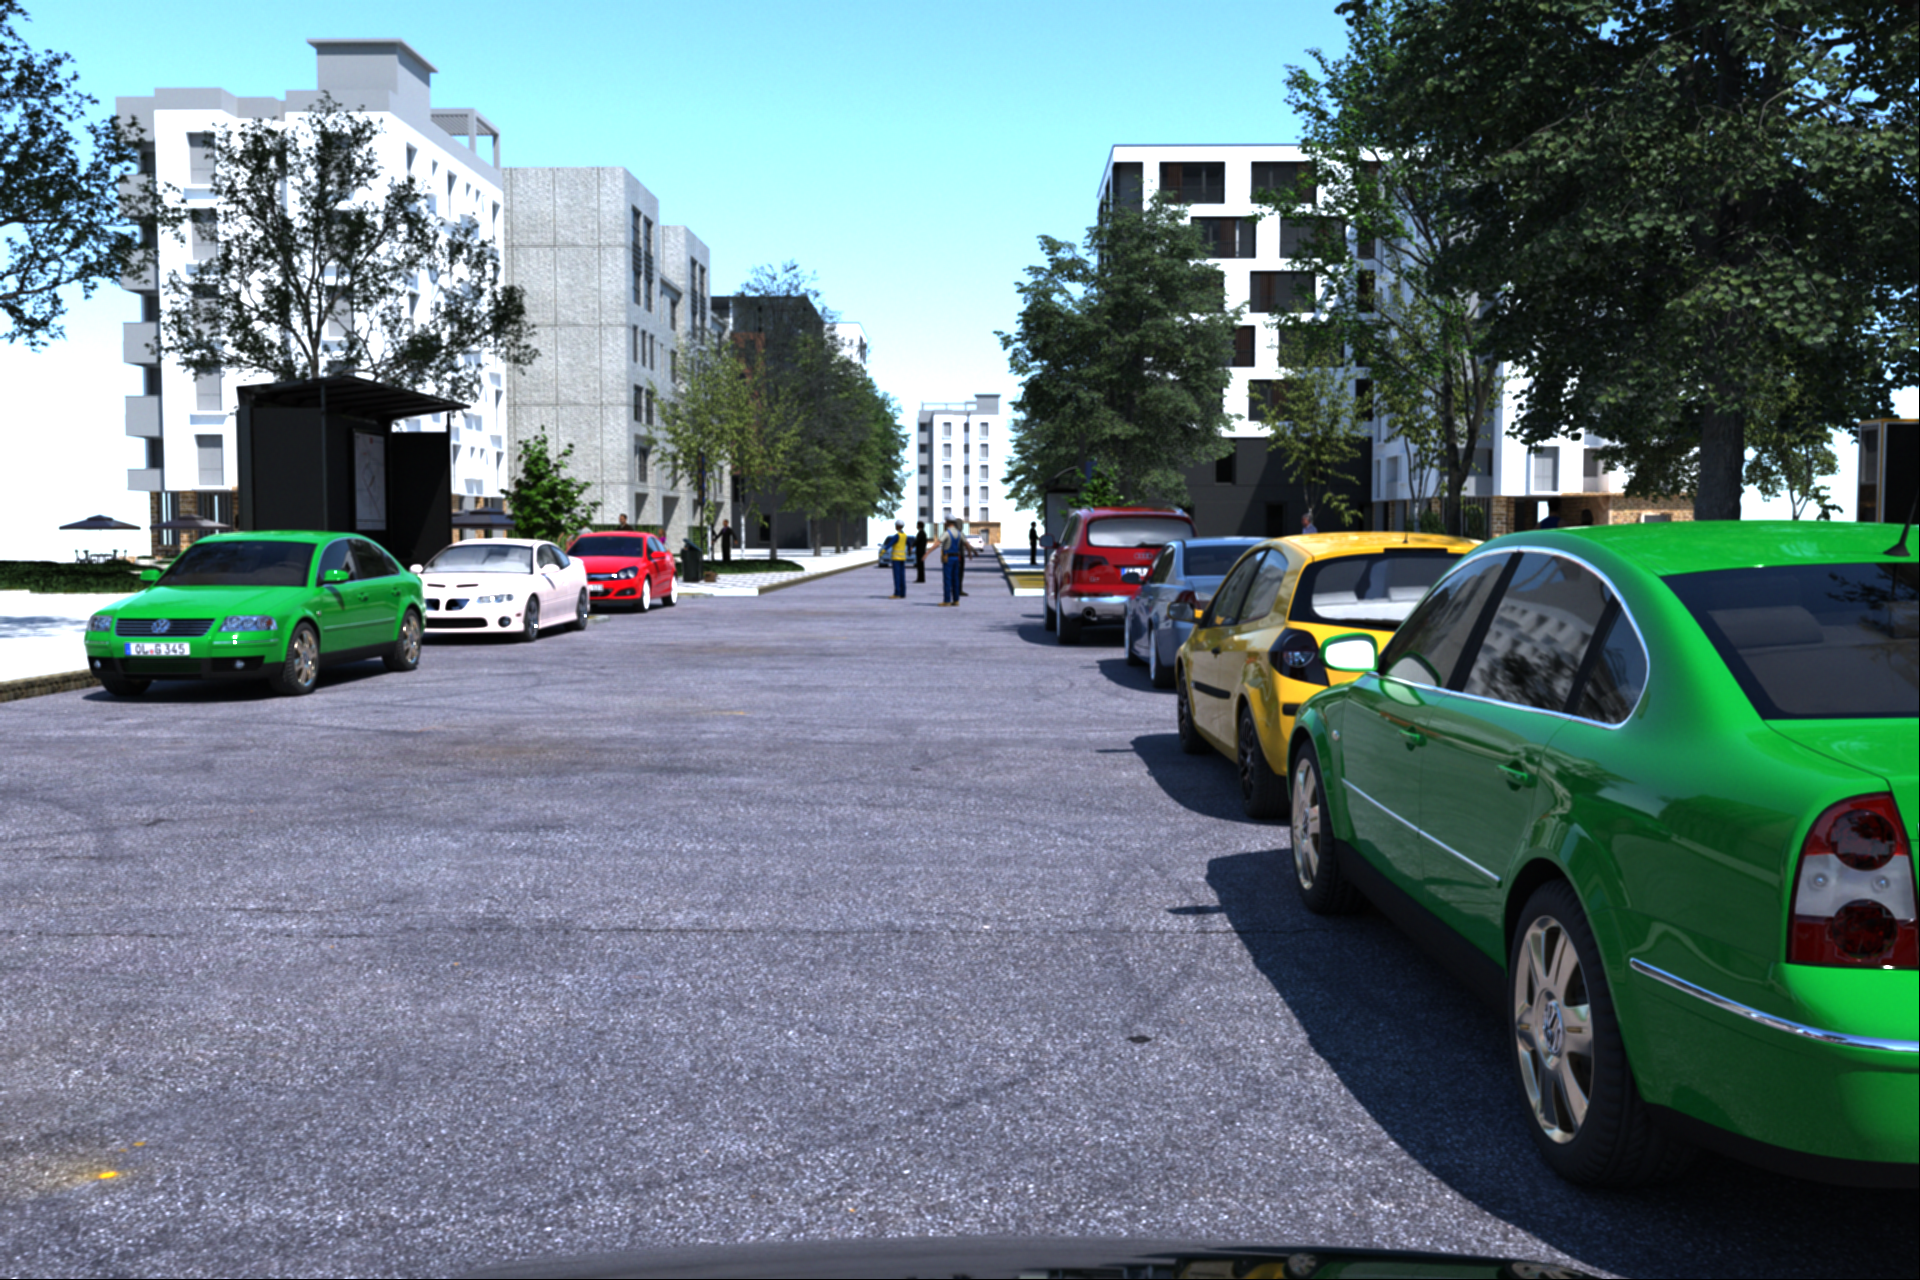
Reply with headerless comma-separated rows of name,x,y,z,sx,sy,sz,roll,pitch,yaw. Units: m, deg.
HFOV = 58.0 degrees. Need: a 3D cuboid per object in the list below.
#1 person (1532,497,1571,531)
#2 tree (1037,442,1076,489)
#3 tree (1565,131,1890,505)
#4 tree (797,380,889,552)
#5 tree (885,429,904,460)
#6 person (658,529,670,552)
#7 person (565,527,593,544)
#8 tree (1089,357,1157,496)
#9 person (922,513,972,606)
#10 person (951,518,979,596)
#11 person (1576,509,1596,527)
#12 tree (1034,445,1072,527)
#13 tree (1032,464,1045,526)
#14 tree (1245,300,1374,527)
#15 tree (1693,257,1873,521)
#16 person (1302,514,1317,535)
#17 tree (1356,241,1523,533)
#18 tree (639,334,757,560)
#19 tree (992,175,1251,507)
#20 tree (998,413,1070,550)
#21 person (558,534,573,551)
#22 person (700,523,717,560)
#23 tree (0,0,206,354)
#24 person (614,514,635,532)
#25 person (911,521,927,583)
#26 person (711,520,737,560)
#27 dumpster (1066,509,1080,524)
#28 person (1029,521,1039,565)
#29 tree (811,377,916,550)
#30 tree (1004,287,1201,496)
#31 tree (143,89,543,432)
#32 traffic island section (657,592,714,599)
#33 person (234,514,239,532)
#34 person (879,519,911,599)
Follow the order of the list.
person,8.436,-1.124,24.552,0.704,1.807,1.345,-2,4,-35
tree,7.582,-10.854,127.827,4.360,8.622,3.978,0,3,0
tree,24.089,-9.058,54.751,9.857,13.997,8.962,0,3,0
tree,-8.487,-12.559,123.464,7.486,12.596,7.792,0,3,0
tree,-13.619,-23.175,234.806,12.611,20.169,13.585,0,3,0
person,-8.369,-2.381,48.191,0.991,1.433,0.599,3,5,44
person,-13.816,-3.509,63.558,1.347,1.806,0.705,0,4,6
tree,6.788,-7.505,73.075,4.737,8.622,4.395,0,3,0
person,-0.204,-1.597,34.419,1.347,1.847,0.705,-3,5,-44
person,-0.018,-1.937,40.262,0.705,1.813,1.348,-2,4,-32
person,11.122,-1.473,30.885,1.215,1.729,0.721,0,4,2
tree,7.517,-11.177,133.106,4.737,8.622,4.395,0,3,0
tree,14.040,-19.958,232.968,9.857,13.997,8.962,0,3,0
tree,10.988,-6.342,54.050,4.737,8.622,4.395,0,3,0
tree,21.130,-5.722,43.915,4.737,8.622,4.395,0,3,0
person,7.342,-1.822,36.777,0.436,1.711,0.756,0,4,-6
tree,11.558,-5.672,43.099,4.737,8.622,4.395,0,3,0
tree,-9.345,-6.880,62.850,4.737,8.622,4.395,0,3,0
tree,6.045,-9.601,63.624,9.857,13.997,8.962,0,3,0
tree,6.972,-13.603,140.540,7.486,12.596,7.792,0,3,0
person,-15.436,-3.782,68.645,0.721,1.733,1.217,3,5,44
person,-10.111,-3.852,69.709,0.721,1.740,1.216,2,4,23
tree,-12.489,-5.197,19.379,8.767,10.594,7.601,1,4,21
person,-8.895,-2.419,45.681,1.346,1.812,0.704,2,4,30
person,-1.191,-2.588,50.960,0.705,1.806,1.347,1,4,17
person,-8.477,-3.448,62.602,1.346,1.802,0.704,3,5,39
dumpster,2.681,-1.279,29.134,1.865,1.857,1.264,0,4,1
person,3.096,-4.040,72.241,0.705,1.806,1.347,1,4,20
tree,-8.415,-14.244,139.539,9.857,13.997,8.962,0,3,0
tree,7.166,-10.612,83.882,12.009,13.543,11.850,0,3,0
tree,-12.742,-6.204,35.848,8.767,10.594,7.601,0,4,-3
traffic island section,-6.646,-0.999,39.208,1.991,0.108,1.994,0,4,1
person,-14.221,-1.703,34.676,0.721,1.735,1.217,-2,4,-26
person,-1.424,-1.813,38.557,0.721,1.772,1.216,2,4,31
